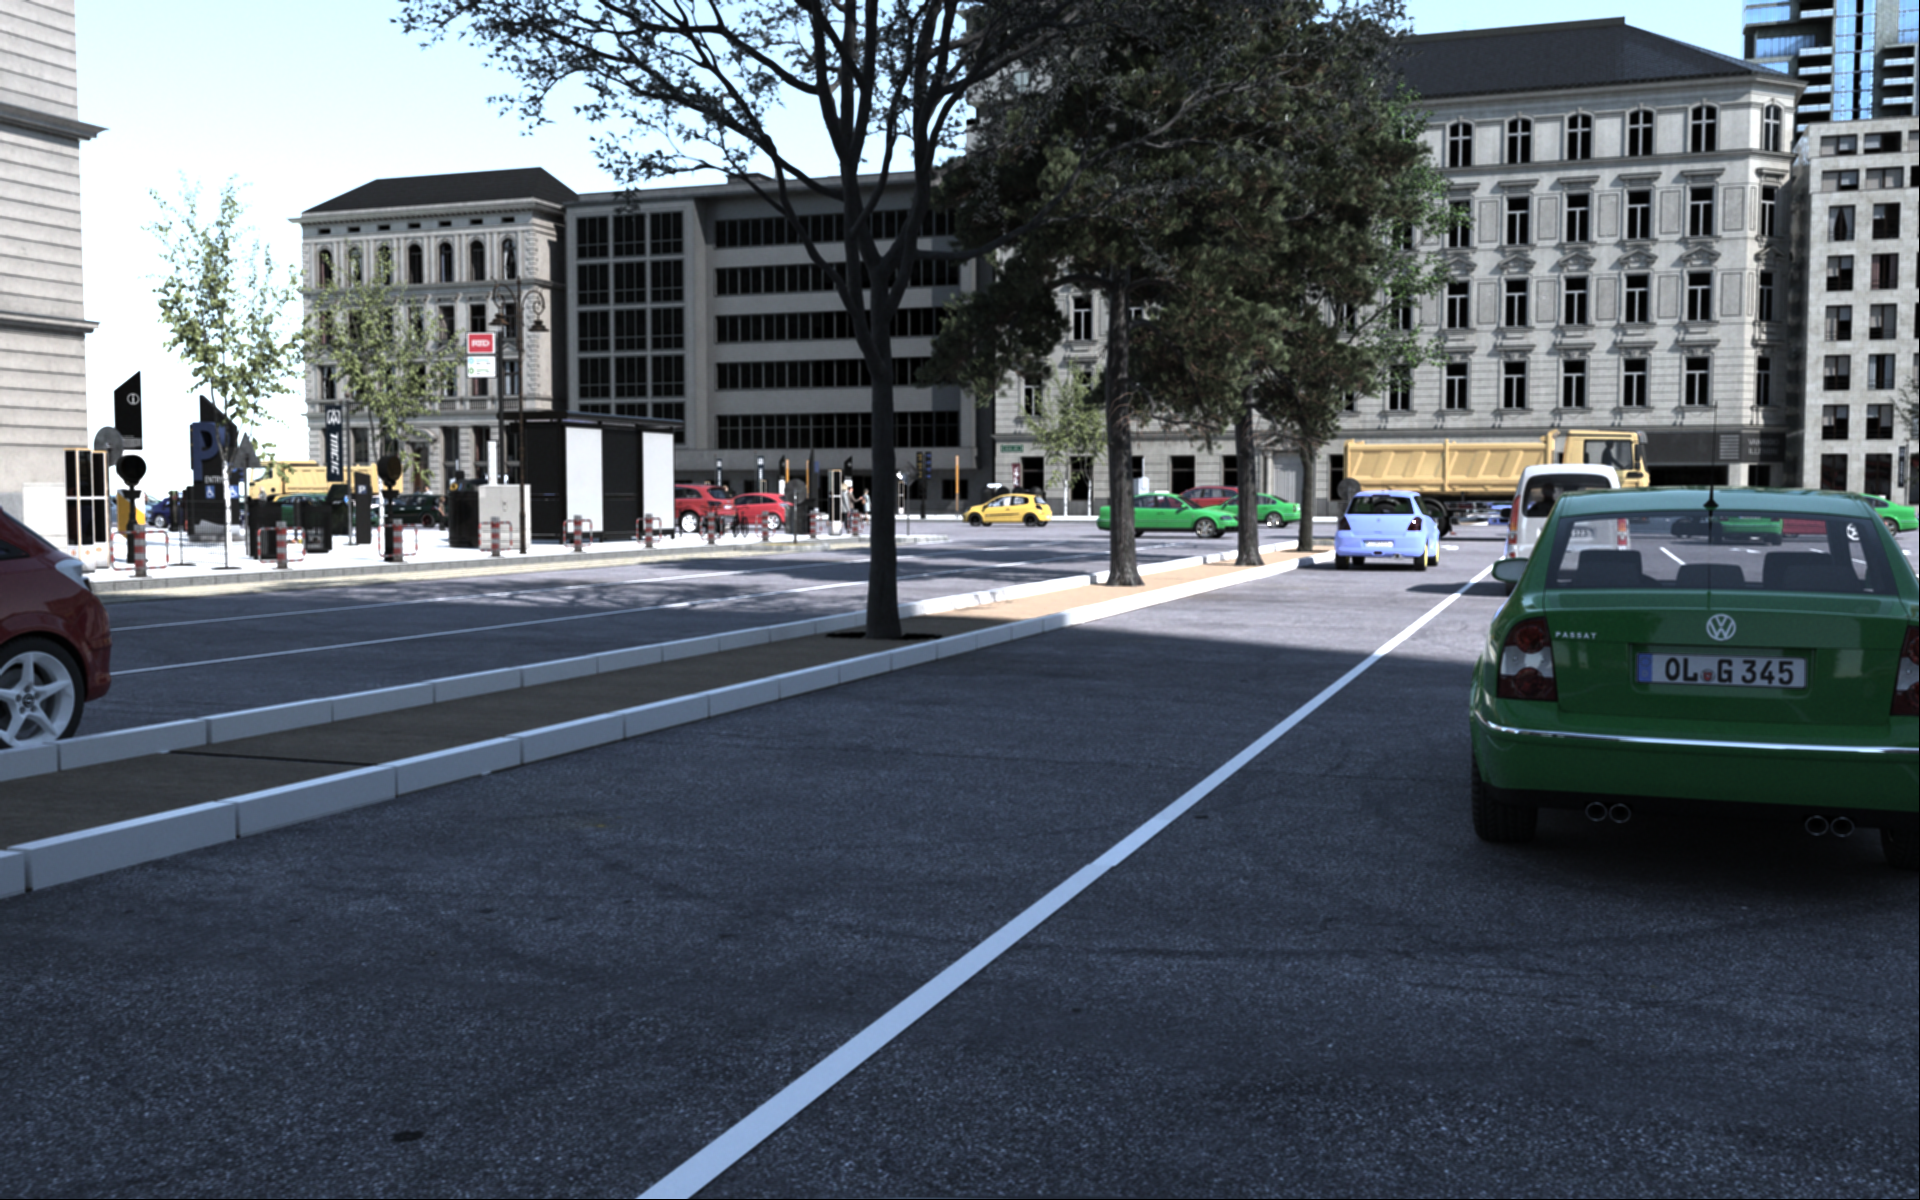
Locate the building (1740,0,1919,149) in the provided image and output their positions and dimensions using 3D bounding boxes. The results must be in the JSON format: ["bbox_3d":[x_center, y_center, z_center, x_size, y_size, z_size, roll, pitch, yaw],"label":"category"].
[{"bbox_3d":[120.163,-56.677,239.332,31.000,86.520,22.319,1,4,20],"label":"building"}]

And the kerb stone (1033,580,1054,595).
[{"bbox_3d":[1.112,-0.163,24.883,0.120,0.150,1.000,1,4,20],"label":"kerb stone"}]

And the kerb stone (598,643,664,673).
[{"bbox_3d":[-2.758,0.487,14.237,0.120,0.150,1.000,1,4,20],"label":"kerb stone"}]

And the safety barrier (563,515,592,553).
[{"bbox_3d":[-8.401,-1.456,38.082,0.300,0.817,1.120,1,4,20],"label":"safety barrier"}]

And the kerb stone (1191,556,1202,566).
[{"bbox_3d":[4.619,-0.756,34.564,0.120,0.150,1.000,1,4,20],"label":"kerb stone"}]

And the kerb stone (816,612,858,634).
[{"bbox_3d":[-1.348,0.250,18.103,0.120,0.150,1.000,1,4,20],"label":"kerb stone"}]

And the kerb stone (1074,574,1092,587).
[{"bbox_3d":[1.815,-0.279,26.820,0.120,0.150,1.000,1,4,20],"label":"kerb stone"}]

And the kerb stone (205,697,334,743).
[{"bbox_3d":[-4.151,0.724,10.365,0.120,0.150,1.000,1,4,20],"label":"kerb stone"}]

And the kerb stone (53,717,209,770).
[{"bbox_3d":[-4.515,0.784,9.404,0.120,0.150,1.000,1,4,20],"label":"kerb stone"}]

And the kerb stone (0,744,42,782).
[{"bbox_3d":[-4.857,0.844,8.435,0.120,0.150,1.000,1,4,20],"label":"kerb stone"}]

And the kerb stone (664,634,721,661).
[{"bbox_3d":[-2.407,0.430,15.202,0.120,0.150,1.000,1,4,20],"label":"kerb stone"}]

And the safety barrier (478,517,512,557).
[{"bbox_3d":[-9.439,-1.280,35.202,0.300,0.817,1.120,1,4,20],"label":"safety barrier"}]

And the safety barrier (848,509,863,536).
[{"bbox_3d":[-3.169,-2.338,52.503,0.300,0.817,1.120,1,4,20],"label":"safety barrier"}]

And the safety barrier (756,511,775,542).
[{"bbox_3d":[-5.253,-1.986,46.743,0.300,0.817,1.120,1,4,20],"label":"safety barrier"}]

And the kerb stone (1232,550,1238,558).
[{"bbox_3d":[6.029,-0.993,38.452,0.120,0.150,1.000,1,4,20],"label":"kerb stone"}]

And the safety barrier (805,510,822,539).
[{"bbox_3d":[-4.211,-2.162,49.622,0.300,0.817,1.120,1,4,20],"label":"safety barrier"}]

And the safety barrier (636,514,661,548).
[{"bbox_3d":[-7.356,-1.632,40.961,0.300,0.817,1.120,1,4,20],"label":"safety barrier"}]

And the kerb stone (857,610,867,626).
[{"bbox_3d":[-1.004,0.191,19.073,0.120,0.150,1.000,1,4,20],"label":"kerb stone"}]

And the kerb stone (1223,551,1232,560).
[{"bbox_3d":[5.679,-0.935,37.478,0.120,0.150,1.000,1,4,20],"label":"kerb stone"}]

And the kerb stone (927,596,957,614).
[{"bbox_3d":[-0.296,0.073,21.008,0.120,0.150,1.000,1,4,20],"label":"kerb stone"}]

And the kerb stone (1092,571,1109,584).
[{"bbox_3d":[2.164,-0.336,27.786,0.120,0.150,1.000,1,4,20],"label":"kerb stone"}]

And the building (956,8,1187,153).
[{"bbox_3d":[15.211,-36.444,185.106,27.495,52.752,28.713,1,4,20],"label":"building"}]

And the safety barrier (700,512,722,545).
[{"bbox_3d":[-6.300,-1.810,43.862,0.300,0.817,1.120,1,4,20],"label":"safety barrier"}]

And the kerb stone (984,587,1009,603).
[{"bbox_3d":[0.402,-0.043,22.945,0.120,0.150,1.000,1,4,20],"label":"kerb stone"}]

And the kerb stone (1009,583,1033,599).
[{"bbox_3d":[0.764,-0.105,23.917,0.120,0.150,1.000,1,4,20],"label":"kerb stone"}]

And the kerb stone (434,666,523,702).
[{"bbox_3d":[-3.463,0.606,12.302,0.120,0.150,1.000,1,4,20],"label":"kerb stone"}]

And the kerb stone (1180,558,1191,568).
[{"bbox_3d":[4.266,-0.697,33.599,0.120,0.150,1.000,1,4,20],"label":"kerb stone"}]

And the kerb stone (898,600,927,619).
[{"bbox_3d":[-0.652,0.132,20.040,0.120,0.150,1.000,1,4,20],"label":"kerb stone"}]

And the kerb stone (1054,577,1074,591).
[{"bbox_3d":[1.459,-0.224,25.856,0.120,0.150,1.000,1,4,20],"label":"kerb stone"}]

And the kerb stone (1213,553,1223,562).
[{"bbox_3d":[5.326,-0.873,36.508,0.120,0.150,1.000,1,4,20],"label":"kerb stone"}]

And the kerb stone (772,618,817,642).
[{"bbox_3d":[-1.702,0.313,17.139,0.120,0.150,1.000,1,4,20],"label":"kerb stone"}]

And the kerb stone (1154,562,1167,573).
[{"bbox_3d":[3.572,-0.579,31.665,0.120,0.150,1.000,1,4,20],"label":"kerb stone"}]

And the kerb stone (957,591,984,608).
[{"bbox_3d":[0.055,0.014,21.975,0.120,0.150,1.000,1,4,20],"label":"kerb stone"}]

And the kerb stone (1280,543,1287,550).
[{"bbox_3d":[8.145,-1.351,44.282,0.120,0.150,1.000,1,4,20],"label":"kerb stone"}]

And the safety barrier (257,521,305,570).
[{"bbox_3d":[-11.530,-0.928,29.446,0.300,0.817,1.120,1,4,20],"label":"safety barrier"}]

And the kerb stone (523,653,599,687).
[{"bbox_3d":[-3.103,0.549,13.269,0.120,0.150,1.000,1,4,20],"label":"kerb stone"}]

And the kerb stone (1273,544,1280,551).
[{"bbox_3d":[7.795,-1.289,43.315,0.120,0.150,1.000,1,4,20],"label":"kerb stone"}]

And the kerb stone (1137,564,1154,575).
[{"bbox_3d":[3.209,-0.520,30.696,0.120,0.150,1.000,1,4,20],"label":"kerb stone"}]

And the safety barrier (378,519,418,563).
[{"bbox_3d":[-10.488,-1.104,32.325,0.300,0.817,1.120,1,4,20],"label":"safety barrier"}]

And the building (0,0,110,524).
[{"bbox_3d":[-35.199,-15.606,42.550,23.554,28.519,14.401,1,4,20],"label":"building"}]

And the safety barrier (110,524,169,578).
[{"bbox_3d":[-12.575,-0.752,26.567,0.300,0.817,1.120,1,4,20],"label":"safety barrier"}]

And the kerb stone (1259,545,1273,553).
[{"bbox_3d":[7.441,-1.232,42.334,0.120,0.150,1.000,1,4,20],"label":"kerb stone"}]

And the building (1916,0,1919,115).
[{"bbox_3d":[97.478,-37.509,155.276,21.231,58.520,28.212,1,4,20],"label":"building"}]

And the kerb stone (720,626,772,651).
[{"bbox_3d":[-2.058,0.368,16.171,0.120,0.150,1.000,1,4,20],"label":"kerb stone"}]

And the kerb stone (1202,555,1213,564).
[{"bbox_3d":[4.972,-0.816,35.538,0.120,0.150,1.000,1,4,20],"label":"kerb stone"}]

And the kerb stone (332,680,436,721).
[{"bbox_3d":[-3.811,0.670,11.334,0.120,0.150,1.000,1,4,20],"label":"kerb stone"}]

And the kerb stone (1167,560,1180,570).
[{"bbox_3d":[3.922,-0.632,32.631,0.120,0.150,1.000,1,4,20],"label":"kerb stone"}]
